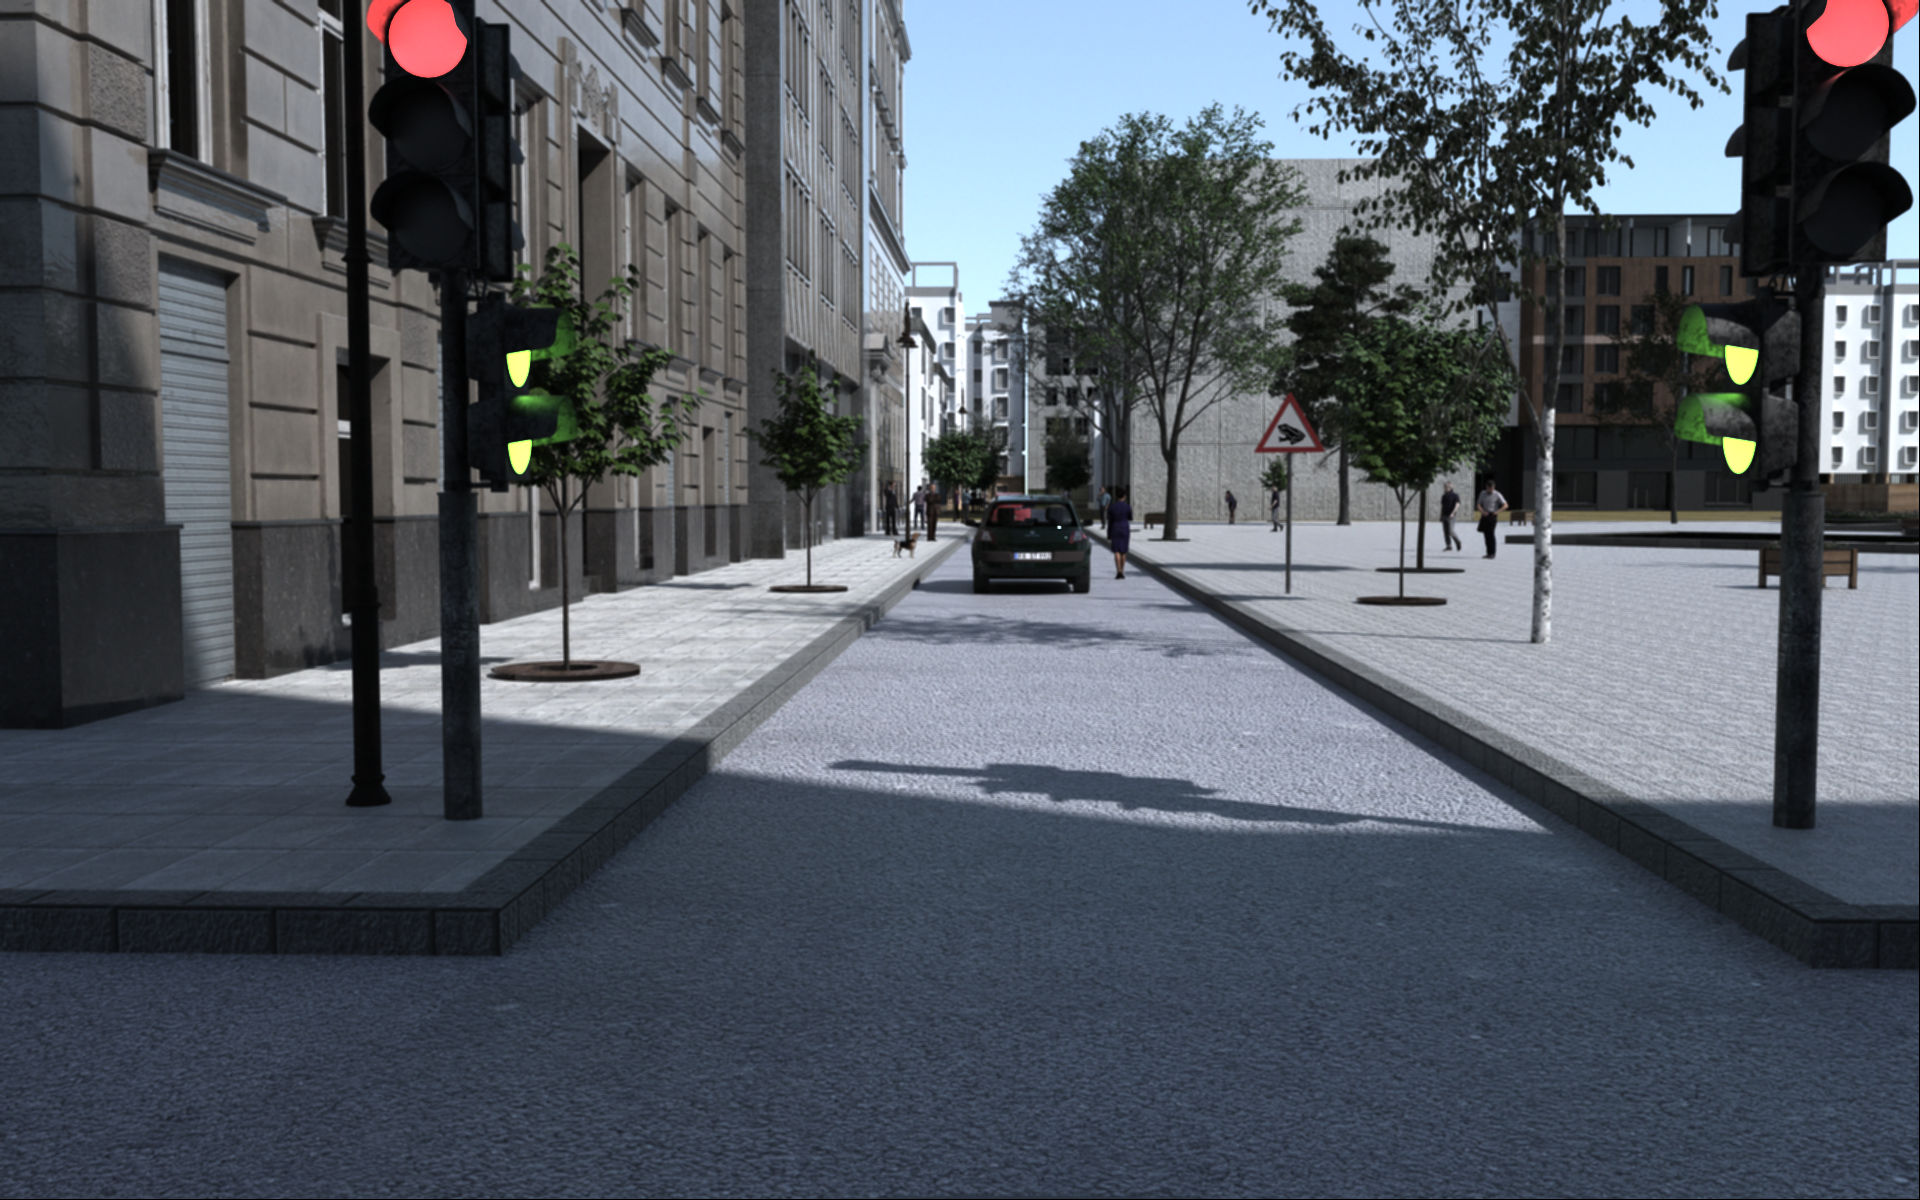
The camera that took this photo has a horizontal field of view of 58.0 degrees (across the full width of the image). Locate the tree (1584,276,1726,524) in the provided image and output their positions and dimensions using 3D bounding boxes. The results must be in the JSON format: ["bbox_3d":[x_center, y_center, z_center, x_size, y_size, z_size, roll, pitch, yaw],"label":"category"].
[{"bbox_3d":[30.728,-8.601,75.035,7.601,10.594,8.767,0,4,-3],"label":"tree"}]

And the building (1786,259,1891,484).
[{"bbox_3d":[68.486,-17.753,146.673,11.380,20.091,16.016,0,4,2],"label":"building"}]

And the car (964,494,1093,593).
[{"bbox_3d":[1.061,-1.018,26.434,2.009,1.686,4.222,0,4,1],"label":"car"}]

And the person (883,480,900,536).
[{"bbox_3d":[-2.120,-2.845,53.354,0.445,1.727,0.742,1,4,12],"label":"person"}]

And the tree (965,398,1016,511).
[{"bbox_3d":[2.162,-11.182,133.191,4.360,8.622,3.978,0,3,0],"label":"tree"}]

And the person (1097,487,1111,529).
[{"bbox_3d":[5.244,-3.362,63.225,0.429,1.552,0.499,-2,4,-34],"label":"person"}]

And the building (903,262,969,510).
[{"bbox_3d":[-5.401,-17.828,147.913,11.380,20.091,16.016,0,4,2],"label":"building"}]

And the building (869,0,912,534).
[{"bbox_3d":[-8.832,-16.970,63.369,13.634,28.700,20.117,0,4,2],"label":"building"}]

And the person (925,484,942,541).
[{"bbox_3d":[-0.717,-2.387,47.344,0.482,1.546,0.388,-1,4,-15],"label":"person"}]

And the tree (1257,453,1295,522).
[{"bbox_3d":[14.482,-5.197,79.569,1.663,3.219,1.824,0,3,0],"label":"tree"}]

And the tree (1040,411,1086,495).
[{"bbox_3d":[8.925,-12.279,151.119,4.737,8.622,4.395,0,3,0],"label":"tree"}]

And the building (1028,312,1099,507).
[{"bbox_3d":[22.637,-18.873,175.030,31.486,18.905,16.747,0,4,2],"label":"building"}]

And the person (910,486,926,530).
[{"bbox_3d":[-1.464,-3.344,62.679,0.963,1.587,0.435,0,4,-7],"label":"person"}]

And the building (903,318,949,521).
[{"bbox_3d":[-5.872,-9.449,96.639,9.099,9.664,28.070,0,4,2],"label":"building"}]

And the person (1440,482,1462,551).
[{"bbox_3d":[11.034,-1.868,38.788,0.471,1.553,0.569,0,4,3],"label":"person"}]

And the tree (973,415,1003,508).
[{"bbox_3d":[2.180,-12.744,158.731,4.737,8.622,4.395,0,3,0],"label":"tree"}]

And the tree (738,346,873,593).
[{"bbox_3d":[-1.950,-1.720,22.721,1.663,3.219,1.824,0,3,0],"label":"tree"}]

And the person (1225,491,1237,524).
[{"bbox_3d":[11.574,-3.961,74.044,0.421,1.427,0.697,2,4,35],"label":"person"}]

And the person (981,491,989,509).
[{"bbox_3d":[2.068,-9.037,153.729,0.705,1.831,1.348,3,5,44],"label":"person"}]

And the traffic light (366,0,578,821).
[{"bbox_3d":[-1.952,-1.071,6.749,0.839,4.213,0.868,0,4,2],"label":"traffic light"}]

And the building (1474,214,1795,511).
[{"bbox_3d":[46.073,-18.156,140.820,32.646,21.610,27.936,0,4,2],"label":"building"}]

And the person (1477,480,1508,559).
[{"bbox_3d":[10.590,-1.604,34.483,0.614,1.554,0.590,3,4,38],"label":"person"}]

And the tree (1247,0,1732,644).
[{"bbox_3d":[4.808,-3.941,14.793,4.360,8.622,3.978,0,3,0],"label":"tree"}]

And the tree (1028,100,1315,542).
[{"bbox_3d":[5.707,-7.411,46.920,9.928,11.665,9.643,0,3,0],"label":"tree"}]

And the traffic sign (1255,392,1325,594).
[{"bbox_3d":[4.226,-1.360,22.240,0.884,2.594,0.081,1,4,11],"label":"traffic sign"}]

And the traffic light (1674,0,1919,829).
[{"bbox_3d":[3.207,-1.061,6.586,0.839,4.213,0.868,0,4,2],"label":"traffic light"}]

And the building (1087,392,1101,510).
[{"bbox_3d":[15.439,-12.209,141.769,9.099,9.664,28.070,0,4,2],"label":"building"}]

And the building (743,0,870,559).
[{"bbox_3d":[-9.140,-13.791,43.500,12.078,24.808,19.932,0,4,2],"label":"building"}]

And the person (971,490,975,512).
[{"bbox_3d":[0.808,-6.967,120.774,0.721,1.723,1.217,-1,4,-15],"label":"person"}]

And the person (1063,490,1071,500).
[{"bbox_3d":[8.085,-7.479,129.266,0.436,1.711,0.756,-3,4,-37],"label":"person"}]

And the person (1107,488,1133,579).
[{"bbox_3d":[2.692,-1.124,29.242,0.453,1.535,0.546,-1,4,-10],"label":"person"}]

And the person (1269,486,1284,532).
[{"bbox_3d":[10.719,-3.085,58.699,0.471,1.553,0.569,3,4,39],"label":"person"}]

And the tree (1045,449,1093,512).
[{"bbox_3d":[7.773,-8.616,124.587,4.285,4.588,4.351,0,3,0],"label":"tree"}]

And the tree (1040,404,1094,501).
[{"bbox_3d":[8.514,-11.530,138.882,4.360,8.622,3.978,0,3,0],"label":"tree"}]

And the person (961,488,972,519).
[{"bbox_3d":[0.281,-4.013,73.860,0.429,1.552,0.499,0,4,-7],"label":"person"}]

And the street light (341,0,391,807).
[{"bbox_3d":[-2.454,-2.093,7.009,0.468,5.910,1.993,0,4,2],"label":"street light"}]

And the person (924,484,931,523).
[{"bbox_3d":[-1.372,-4.245,76.116,0.621,1.740,0.551,1,4,17],"label":"person"}]

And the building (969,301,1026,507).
[{"bbox_3d":[0.928,-19.543,175.942,11.380,20.091,16.016,0,4,2],"label":"building"}]

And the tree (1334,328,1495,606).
[{"bbox_3d":[5.145,-1.576,20.375,1.663,3.219,1.824,0,3,0],"label":"tree"}]

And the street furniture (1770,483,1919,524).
[{"bbox_3d":[39.483,-4.119,74.205,9.812,1.723,11.010,-1,4,-19],"label":"street furniture"}]

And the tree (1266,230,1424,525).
[{"bbox_3d":[15.861,-9.127,71.289,6.751,12.117,7.091,0,3,0],"label":"tree"}]

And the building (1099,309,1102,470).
[{"bbox_3d":[17.945,-16.223,121.663,16.016,20.091,11.380,0,4,2],"label":"building"}]

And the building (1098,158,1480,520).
[{"bbox_3d":[17.305,-14.290,100.099,16.747,18.905,31.486,0,4,2],"label":"building"}]

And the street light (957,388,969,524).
[{"bbox_3d":[0.118,-6.269,75.280,0.468,5.910,1.993,0,4,2],"label":"street light"}]

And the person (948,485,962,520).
[{"bbox_3d":[-0.246,-4.865,86.269,0.721,1.739,1.217,-2,4,-34],"label":"person"}]

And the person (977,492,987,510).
[{"bbox_3d":[1.732,-8.288,142.343,1.217,1.735,0.721,2,4,32],"label":"person"}]

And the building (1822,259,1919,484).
[{"bbox_3d":[79.841,-17.697,145.763,11.380,20.091,16.016,0,4,2],"label":"building"}]

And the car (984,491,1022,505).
[{"bbox_3d":[2.067,-3.874,72.386,2.155,1.783,4.494,0,4,2],"label":"car"}]

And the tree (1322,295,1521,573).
[{"bbox_3d":[7.573,-2.744,28.581,4.285,4.588,4.351,0,3,0],"label":"tree"}]

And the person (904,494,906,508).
[{"bbox_3d":[-2.685,-4.217,76.698,0.593,1.614,0.444,-1,4,-9],"label":"person"}]

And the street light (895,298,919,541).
[{"bbox_3d":[-1.239,-4.173,41.009,0.468,5.910,1.993,0,4,2],"label":"street light"}]

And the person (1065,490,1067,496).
[{"bbox_3d":[8.565,-8.014,137.788,0.721,1.736,1.217,-1,4,-17],"label":"person"}]

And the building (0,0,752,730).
[{"bbox_3d":[-10.100,-13.677,20.881,12.463,27.353,25.104,0,4,2],"label":"building"}]

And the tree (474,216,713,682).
[{"bbox_3d":[-2.839,-1.069,12.085,1.663,3.219,1.824,0,3,0],"label":"tree"}]

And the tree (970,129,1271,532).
[{"bbox_3d":[5.464,-9.099,59.134,12.009,13.543,11.850,0,3,0],"label":"tree"}]

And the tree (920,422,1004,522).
[{"bbox_3d":[-0.163,-5.824,78.936,4.285,4.588,4.351,0,3,0],"label":"tree"}]
